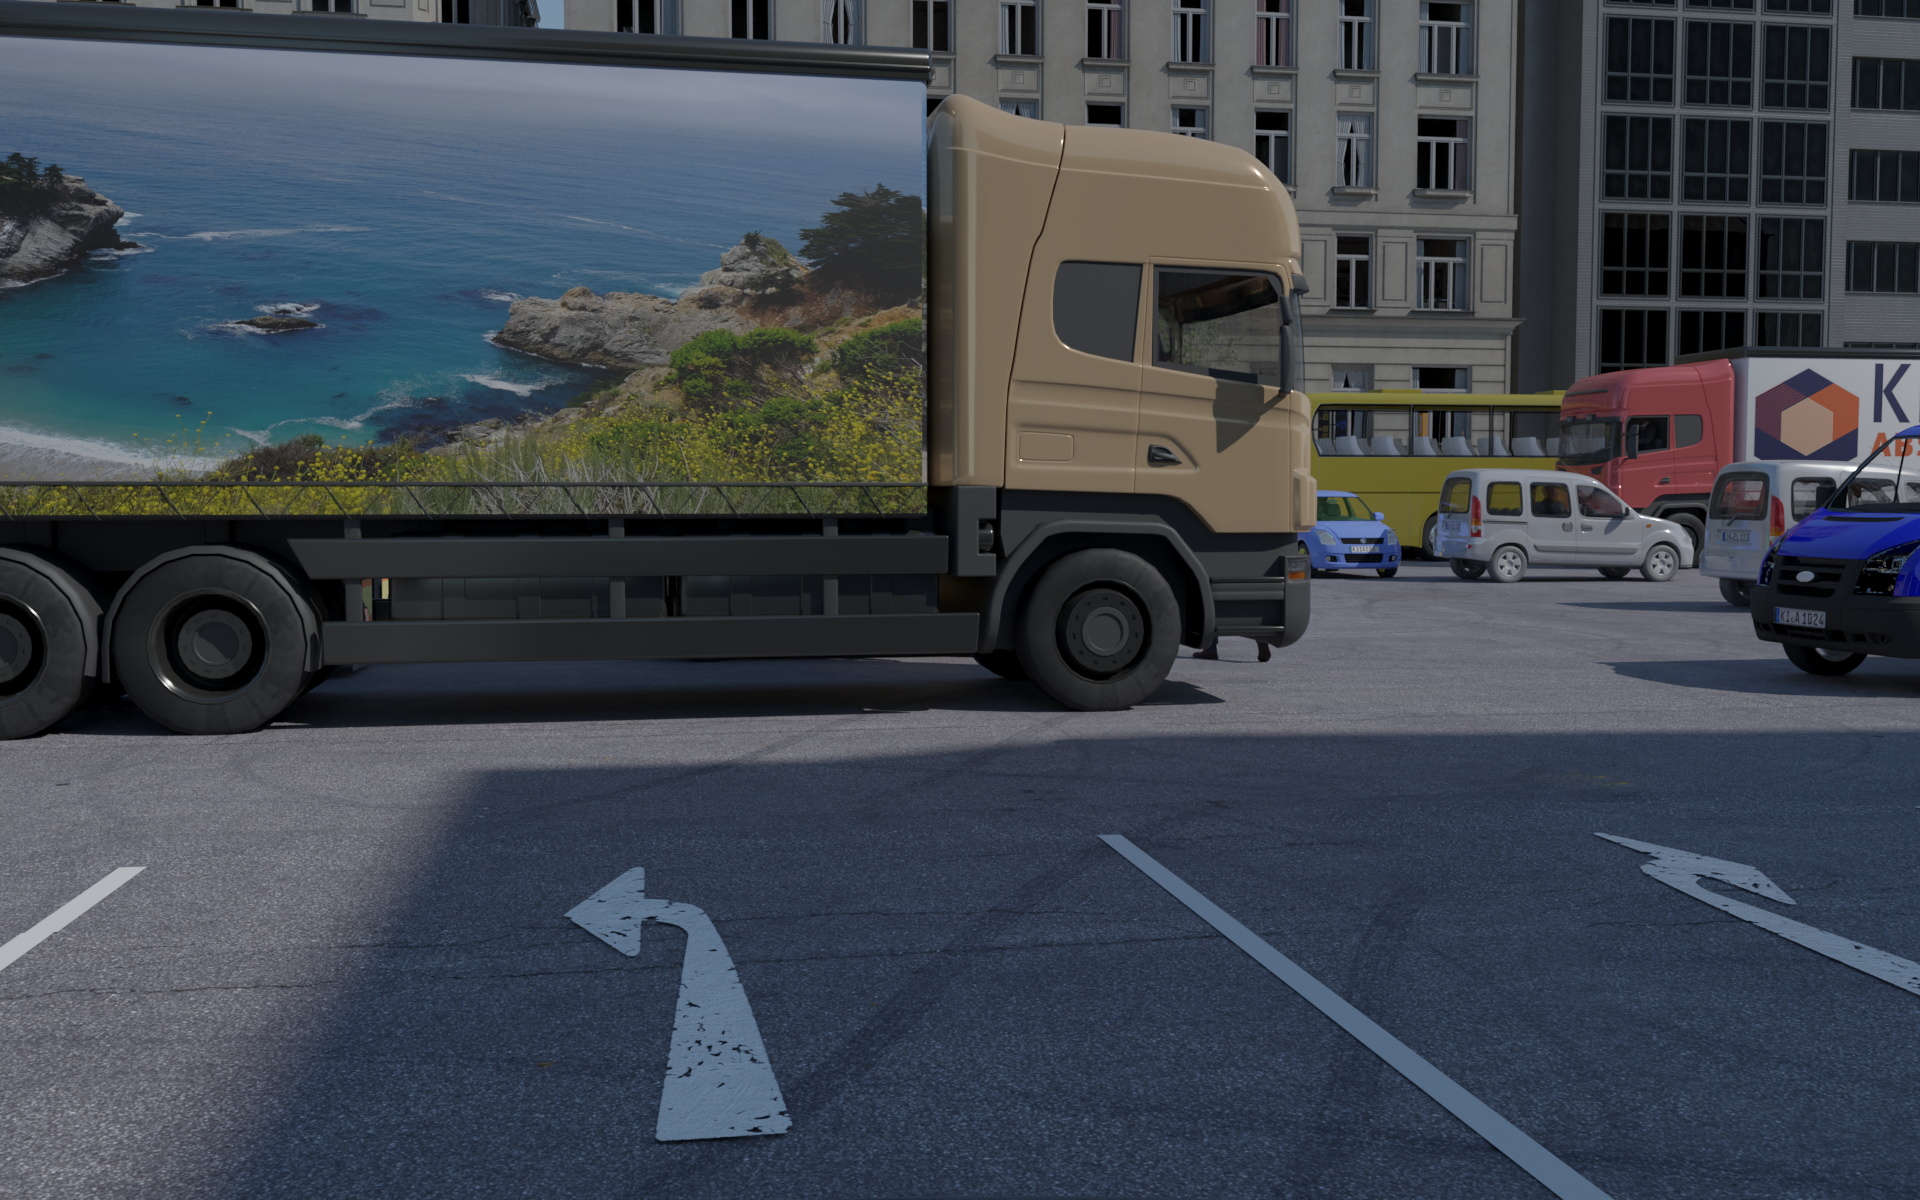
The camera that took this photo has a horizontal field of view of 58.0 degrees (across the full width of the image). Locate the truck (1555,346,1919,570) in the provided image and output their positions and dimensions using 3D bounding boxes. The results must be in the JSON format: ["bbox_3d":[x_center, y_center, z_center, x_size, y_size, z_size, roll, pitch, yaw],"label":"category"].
[{"bbox_3d":[16.892,-2.781,34.391,11.283,4.237,2.839,-1,4,-9],"label":"truck"}]

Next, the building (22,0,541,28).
[{"bbox_3d":[-35.489,-16.896,52.669,44.131,29.872,17.030,-1,4,-10],"label":"building"}]

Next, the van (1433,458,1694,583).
[{"bbox_3d":[10.043,-1.330,28.762,4.112,2.044,2.013,-1,4,-8],"label":"van"}]

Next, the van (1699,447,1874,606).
[{"bbox_3d":[11.502,-0.898,21.691,4.112,2.044,2.013,-1,4,-10],"label":"van"}]

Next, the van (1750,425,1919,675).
[{"bbox_3d":[8.772,-0.543,13.270,5.245,2.365,2.240,-1,4,-11],"label":"van"}]

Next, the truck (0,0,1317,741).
[{"bbox_3d":[-2.630,-1.392,11.674,11.283,4.237,2.839,-1,4,-12],"label":"truck"}]

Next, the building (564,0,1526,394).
[{"bbox_3d":[1.771,-13.732,57.806,30.059,22.955,16.112,-1,4,-10],"label":"building"}]

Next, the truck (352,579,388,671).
[{"bbox_3d":[-14.135,-1.416,12.918,18.799,4.110,2.967,-1,4,-10],"label":"truck"}]

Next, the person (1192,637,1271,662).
[{"bbox_3d":[2.377,-0.398,14.917,0.656,1.842,0.836,-3,4,-37],"label":"person"}]

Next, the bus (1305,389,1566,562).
[{"bbox_3d":[12.843,-2.851,38.164,12.252,3.916,2.896,-1,4,-9],"label":"bus"}]

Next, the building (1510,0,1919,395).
[{"bbox_3d":[31.690,-14.927,63.122,30.058,24.678,14.314,-1,4,-10],"label":"building"}]

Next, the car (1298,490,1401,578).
[{"bbox_3d":[6.457,-1.299,30.823,1.945,1.707,3.694,-1,4,-11],"label":"car"}]

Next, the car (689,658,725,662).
[{"bbox_3d":[-0.917,-0.337,15.741,3.980,1.641,2.015,-1,4,-9],"label":"car"}]
